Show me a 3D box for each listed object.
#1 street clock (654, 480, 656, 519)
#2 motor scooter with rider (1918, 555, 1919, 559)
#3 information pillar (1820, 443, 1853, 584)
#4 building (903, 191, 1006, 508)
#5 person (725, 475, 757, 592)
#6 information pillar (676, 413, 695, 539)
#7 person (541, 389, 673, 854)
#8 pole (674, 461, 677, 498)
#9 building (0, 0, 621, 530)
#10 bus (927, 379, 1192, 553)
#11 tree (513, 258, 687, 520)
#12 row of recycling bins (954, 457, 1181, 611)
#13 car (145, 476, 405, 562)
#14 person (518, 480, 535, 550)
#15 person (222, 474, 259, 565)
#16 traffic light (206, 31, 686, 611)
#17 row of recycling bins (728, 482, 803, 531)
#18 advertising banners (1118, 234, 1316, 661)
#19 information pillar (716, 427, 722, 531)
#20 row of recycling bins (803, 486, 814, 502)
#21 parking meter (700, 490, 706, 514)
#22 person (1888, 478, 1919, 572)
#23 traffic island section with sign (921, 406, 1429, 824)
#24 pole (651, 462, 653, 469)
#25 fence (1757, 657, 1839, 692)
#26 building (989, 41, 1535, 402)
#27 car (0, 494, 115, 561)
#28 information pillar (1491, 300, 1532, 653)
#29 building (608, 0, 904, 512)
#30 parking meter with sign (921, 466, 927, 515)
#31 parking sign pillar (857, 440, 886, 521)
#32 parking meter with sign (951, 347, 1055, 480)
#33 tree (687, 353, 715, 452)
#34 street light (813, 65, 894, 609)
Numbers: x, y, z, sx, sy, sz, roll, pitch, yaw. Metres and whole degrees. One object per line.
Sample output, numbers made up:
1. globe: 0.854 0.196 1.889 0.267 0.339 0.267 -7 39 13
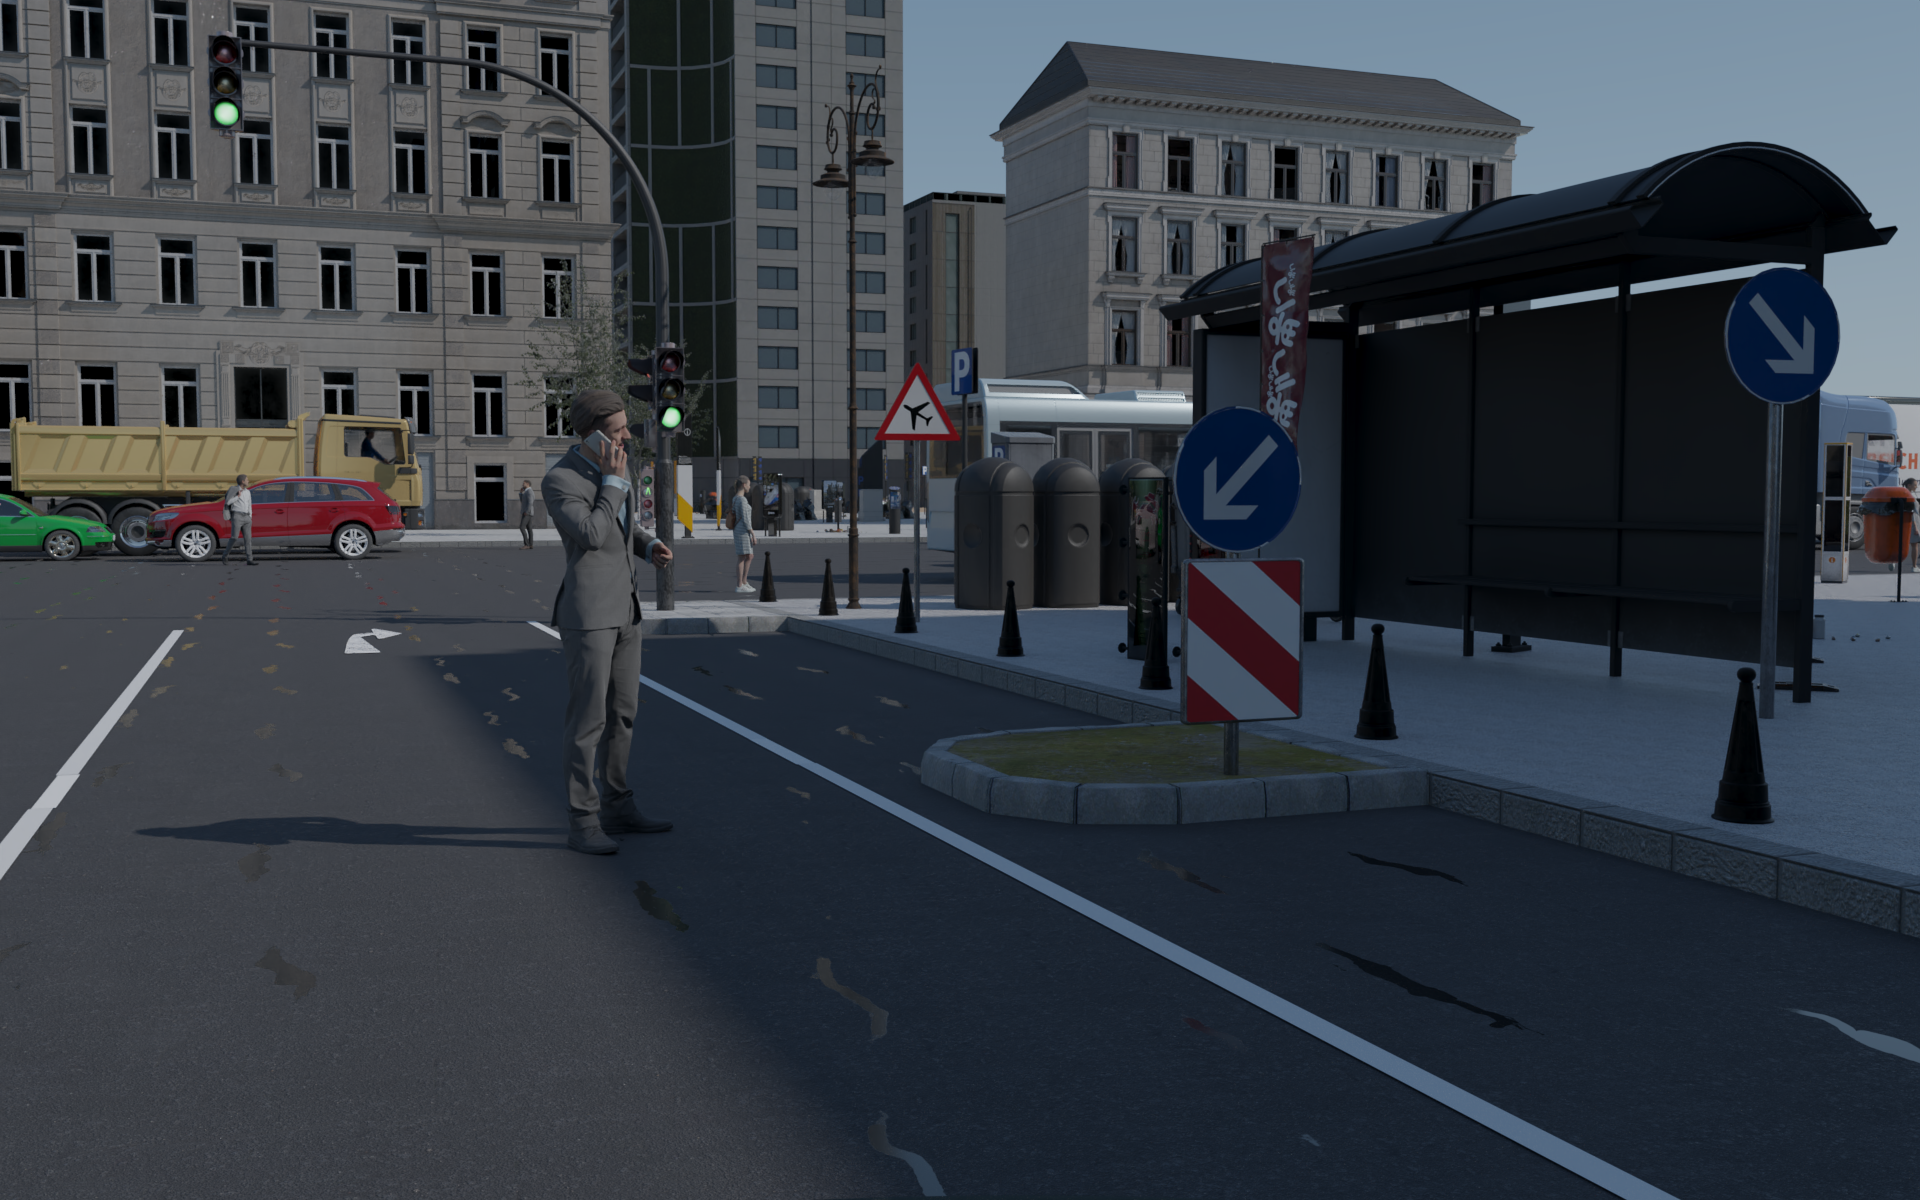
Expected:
1. street clock: -16.043 -5.268 90.703 0.358 2.002 0.471 0 4 2
2. motor scooter with rider: 17.173 -1.262 29.598 1.986 1.779 0.876 -1 4 -22
3. information pillar: 12.598 -1.248 24.899 0.304 2.012 0.304 3 5 41
4. building: 1.371 -24.336 169.601 14.107 30.474 14.160 -1 4 -21
5. person: -3.173 -0.964 25.258 0.522 1.701 0.512 -2 4 -25
6. information pillar: -7.929 -3.581 49.909 0.504 3.616 0.183 -3 4 -39
7. person: -1.391 0.076 7.061 0.447 1.846 0.655 1 4 16
8. pole: -17.404 -6.862 106.040 0.158 3.312 0.155 0 3 0
9. building: -26.102 -16.333 64.300 25.104 27.353 12.463 -1 4 -21
10. bus: 6.009 -2.211 31.003 13.247 3.499 2.948 -1 4 -23
11. tree: -11.442 -6.315 53.614 4.360 8.622 3.978 0 3 0
12. row of recycling bins: 1.605 -0.790 20.028 3.534 1.692 1.069 -2 4 -28
13. car: -14.951 -1.791 37.951 5.304 1.827 2.281 -1 4 -23
14. person: -11.260 -2.218 44.951 0.473 1.802 0.592 0 4 2
15. person: -14.483 -1.599 34.747 0.850 1.850 0.679 1 4 21
16. traffic light: -5.200 -2.657 18.115 4.771 5.953 1.251 -1 4 -21
17. row of recycling bins: -7.125 -3.342 61.747 1.069 1.692 3.534 -3 5 -40
18. advertising banners: 1.826 -1.004 12.598 0.090 3.025 2.074 -2 4 -32
19. information pillar: -8.456 -4.241 60.700 0.183 3.616 0.504 0 4 0
20. row of recycling bins: -8.460 -5.288 93.575 1.069 1.692 3.534 0 4 1
21. parking meter: -16.514 -6.286 111.179 0.372 1.533 0.369 0 3 0
22. person: 17.358 -1.374 31.711 0.760 1.731 0.466 -2 4 -30
23. traffic island section with sign: 0.886 0.007 8.508 1.989 1.847 2.006 -1 4 -21
24. pole: -19.342 -7.035 108.873 0.158 3.312 0.155 0 3 0
25. fence: 5.929 -0.067 12.298 0.480 1.192 2.264 2 4 24
26. building: 4.875 -13.724 75.304 40.483 20.767 10.553 -1 4 -21
27. car: -20.767 -1.736 37.177 4.718 1.807 1.959 -1 4 -22
28. information pillar: 4.450 -1.384 13.990 0.183 3.616 0.504 3 5 44
29. building: -17.197 -42.082 126.289 20.563 71.187 20.611 -1 4 -21
30. parking meter with sign: -1.545 -6.803 107.496 1.738 3.016 0.543 3 4 37
31. parking sign pillar: -4.247 -5.723 82.039 1.447 3.967 1.447 3 5 41
32. parking meter with sign: 0.790 -1.526 21.215 1.738 3.016 0.543 -2 4 -27
33. tree: -13.670 -7.955 80.435 4.360 8.622 3.978 0 3 0
34. street light: -1.190 -2.839 19.212 0.468 5.910 1.993 -1 4 -21
